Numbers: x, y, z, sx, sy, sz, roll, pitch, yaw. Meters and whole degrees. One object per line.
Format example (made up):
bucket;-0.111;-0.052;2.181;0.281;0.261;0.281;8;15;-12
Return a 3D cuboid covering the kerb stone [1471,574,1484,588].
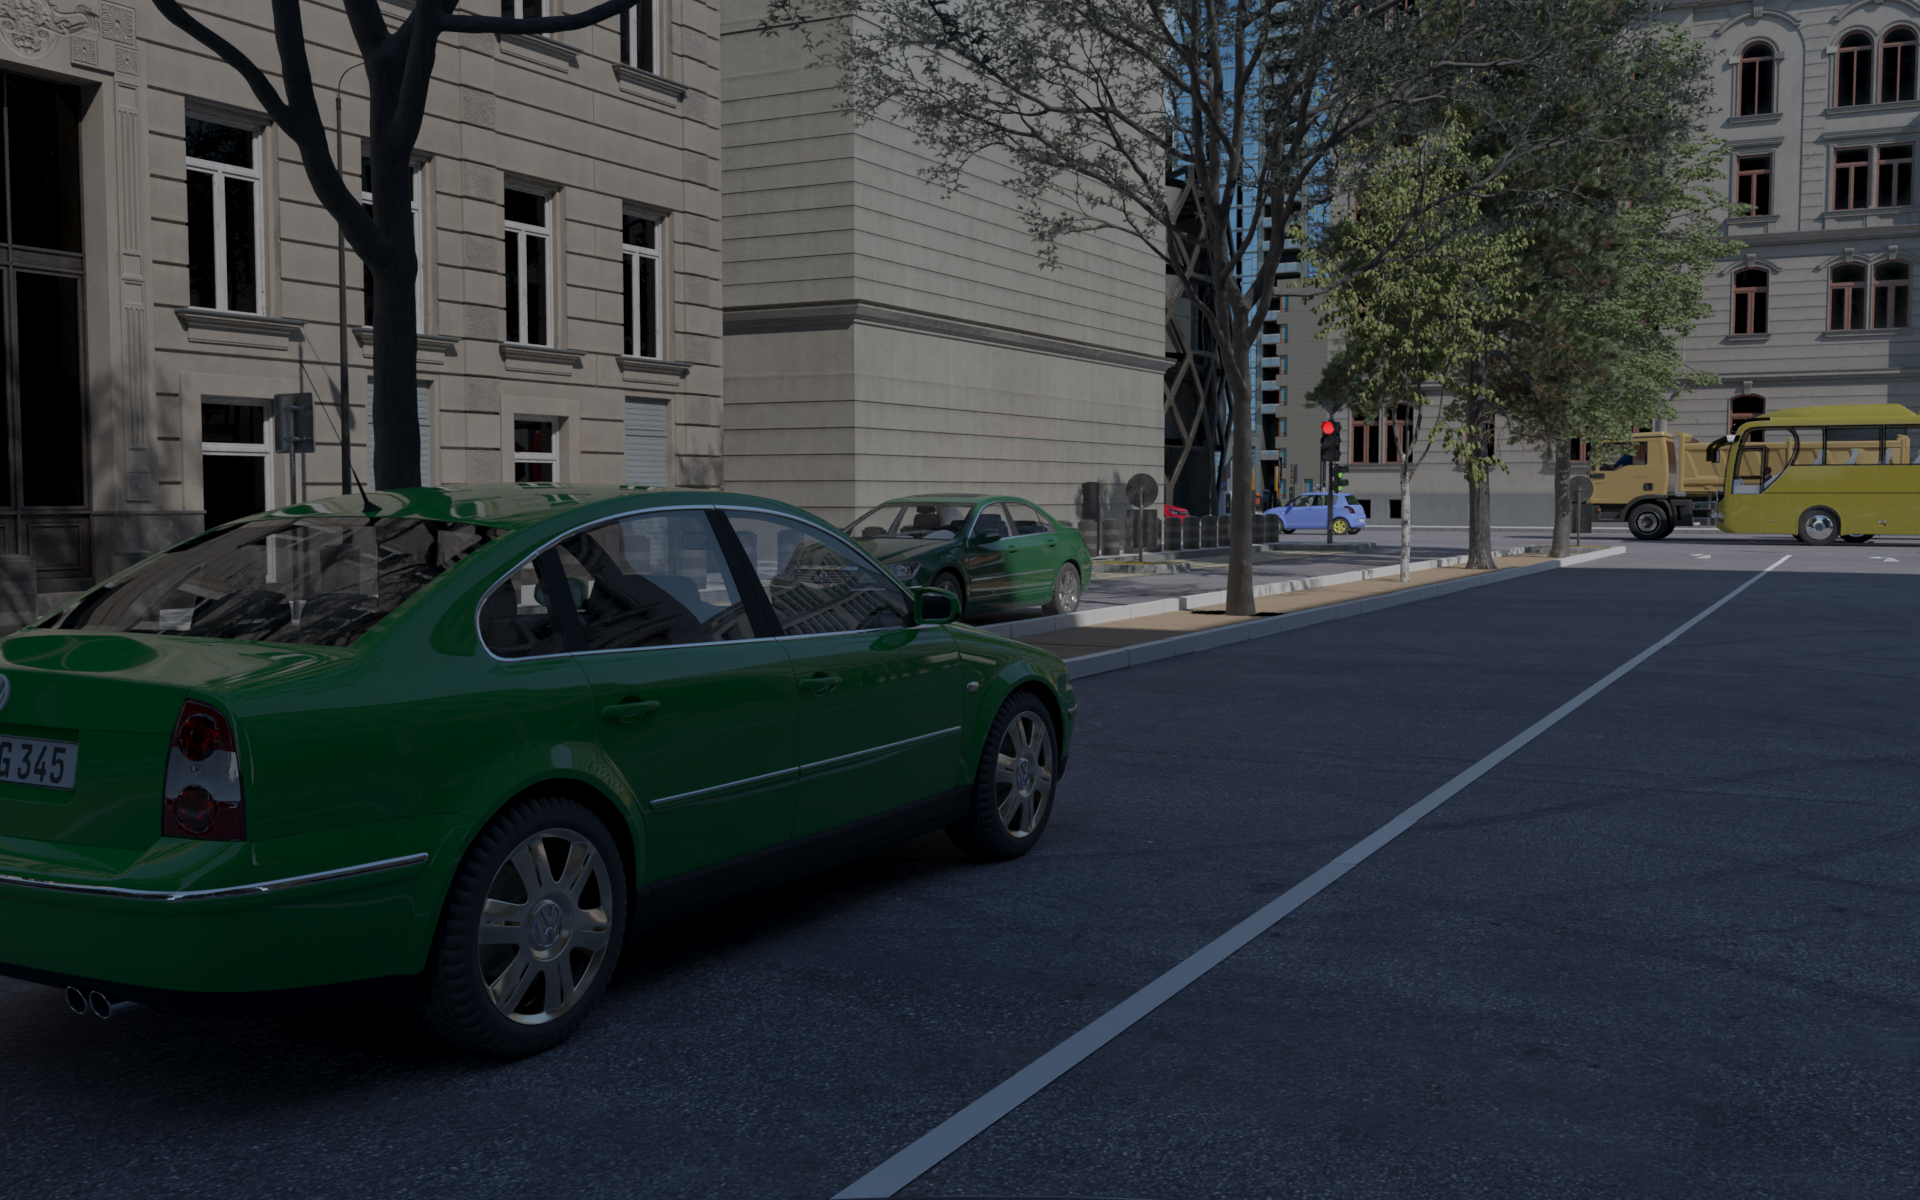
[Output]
kerb stone;7.858;-0.271;26.635;0.120;0.150;1.000;2;4;28

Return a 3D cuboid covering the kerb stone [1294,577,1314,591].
kerb stone;5.028;-0.220;25.791;0.120;0.150;1.000;2;4;28

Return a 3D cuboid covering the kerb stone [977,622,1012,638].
kerb stone;0.207;0.336;16.703;0.120;0.150;1.000;2;4;28

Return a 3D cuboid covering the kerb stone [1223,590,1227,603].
kerb stone;3.589;-0.052;23.055;0.120;0.150;1.000;2;4;28

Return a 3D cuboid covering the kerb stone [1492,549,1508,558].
kerb stone;12.255;-1.052;39.402;0.120;0.150;1.000;2;4;28

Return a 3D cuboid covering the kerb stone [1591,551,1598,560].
kerb stone;13.641;-0.936;37.541;0.120;0.150;1.000;2;4;28

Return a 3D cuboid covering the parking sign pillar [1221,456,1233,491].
parking sign pillar;18.767;-8.153;121.766;1.447;3.967;1.447;2;4;30

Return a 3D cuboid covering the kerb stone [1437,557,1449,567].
kerb stone;9.374;-0.714;33.955;0.120;0.150;1.000;2;4;28

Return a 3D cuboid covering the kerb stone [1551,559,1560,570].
kerb stone;11.231;-0.659;32.996;0.120;0.150;1.000;2;4;28

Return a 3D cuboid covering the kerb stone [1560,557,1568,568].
kerb stone;11.716;-0.716;33.899;0.120;0.150;1.000;2;4;28

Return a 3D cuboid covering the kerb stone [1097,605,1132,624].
kerb stone;1.656;0.169;19.430;0.120;0.150;1.000;2;4;28

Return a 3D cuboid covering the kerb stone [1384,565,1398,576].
kerb stone;7.441;-0.497;30.325;0.120;0.150;1.000;2;4;28

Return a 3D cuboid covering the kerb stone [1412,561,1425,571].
kerb stone;8.403;-0.605;32.142;0.120;0.150;1.000;2;4;28

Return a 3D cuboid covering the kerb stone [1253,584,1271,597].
kerb stone;4.059;-0.108;23.967;0.120;0.150;1.000;2;4;28

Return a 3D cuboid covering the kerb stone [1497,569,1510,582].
kerb stone;8.829;-0.379;28.454;0.120;0.150;1.000;2;4;28

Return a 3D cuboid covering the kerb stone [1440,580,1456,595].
kerb stone;6.901;-0.159;24.812;0.120;0.150;1.000;2;4;28

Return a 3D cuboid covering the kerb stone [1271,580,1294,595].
kerb stone;4.550;-0.164;24.876;0.120;0.150;1.000;2;4;28

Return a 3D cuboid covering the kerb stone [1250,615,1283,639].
kerb stone;3.040;0.285;17.543;0.120;0.150;1.000;2;4;28

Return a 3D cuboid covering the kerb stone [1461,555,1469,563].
kerb stone;10.334;-0.831;35.775;0.120;0.150;1.000;2;4;28

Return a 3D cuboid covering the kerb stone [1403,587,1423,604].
kerb stone;5.932;-0.047;23.001;0.120;0.150;1.000;2;4;28

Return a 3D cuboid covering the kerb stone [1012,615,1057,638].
kerb stone;0.701;0.280;17.611;0.120;0.150;1.000;2;4;28

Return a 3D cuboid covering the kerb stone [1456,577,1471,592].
kerb stone;7.379;-0.215;25.719;0.120;0.150;1.000;2;4;28

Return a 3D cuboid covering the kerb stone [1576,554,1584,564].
kerb stone;12.671;-0.827;35.721;0.120;0.150;1.000;2;4;28

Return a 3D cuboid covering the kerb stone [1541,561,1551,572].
kerb stone;10.752;-0.603;32.089;0.120;0.150;1.000;2;4;28

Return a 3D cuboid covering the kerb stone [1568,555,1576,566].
kerb stone;12.194;-0.768;34.806;0.120;0.150;1.000;2;4;28

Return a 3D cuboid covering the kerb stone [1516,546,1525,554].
kerb stone;13.223;-1.164;41.219;0.120;0.150;1.000;2;4;28

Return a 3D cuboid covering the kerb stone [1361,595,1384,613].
kerb stone;4.971;0.062;21.176;0.120;0.150;1.000;2;4;28

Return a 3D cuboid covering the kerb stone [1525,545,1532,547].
kerb stone;13.704;-1.217;42.124;0.120;0.150;1.000;2;4;28

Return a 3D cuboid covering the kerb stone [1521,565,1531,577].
kerb stone;9.788;-0.494;30.274;0.120;0.150;1.000;2;4;28

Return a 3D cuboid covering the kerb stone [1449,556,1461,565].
kerb stone;9.856;-0.775;34.860;0.120;0.150;1.000;2;4;28

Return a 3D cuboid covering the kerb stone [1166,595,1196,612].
kerb stone;2.630;0.058;21.241;0.120;0.150;1.000;2;4;28

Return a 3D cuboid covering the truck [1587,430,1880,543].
truck;23.594;-3.509;53.289;9.791;3.379;3.469;2;4;28

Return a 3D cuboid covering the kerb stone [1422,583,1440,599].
kerb stone;6.414;-0.105;23.906;0.120;0.150;1.000;2;4;28

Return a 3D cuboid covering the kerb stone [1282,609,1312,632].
kerb stone;3.520;0.229;18.453;0.120;0.150;1.000;2;4;28

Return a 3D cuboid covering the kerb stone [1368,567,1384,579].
kerb stone;6.965;-0.439;29.418;0.120;0.150;1.000;2;4;28

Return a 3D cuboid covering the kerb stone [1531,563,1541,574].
kerb stone;10.272;-0.543;31.184;0.120;0.150;1.000;2;4;28

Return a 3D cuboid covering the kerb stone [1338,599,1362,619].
kerb stone;4.488;0.118;20.269;0.120;0.150;1.000;2;4;28

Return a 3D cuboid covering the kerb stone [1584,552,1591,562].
kerb stone;13.164;-0.883;36.633;0.120;0.150;1.000;2;4;28

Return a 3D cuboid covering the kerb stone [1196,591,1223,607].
kerb stone;3.108;0.003;22.150;0.120;0.150;1.000;2;4;28

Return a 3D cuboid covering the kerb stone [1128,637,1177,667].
kerb stone;1.594;0.455;14.812;0.120;0.150;1.000;2;4;28

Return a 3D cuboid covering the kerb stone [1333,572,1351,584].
kerb stone;5.998;-0.326;27.603;0.120;0.150;1.000;2;4;28

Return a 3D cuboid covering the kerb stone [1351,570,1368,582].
kerb stone;6.483;-0.386;28.513;0.120;0.150;1.000;2;4;28

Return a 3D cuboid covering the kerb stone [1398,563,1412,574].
kerb stone;7.927;-0.553;31.234;0.120;0.150;1.000;2;4;28

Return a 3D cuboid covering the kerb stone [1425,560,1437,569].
kerb stone;8.883;-0.658;33.048;0.120;0.150;1.000;2;4;28

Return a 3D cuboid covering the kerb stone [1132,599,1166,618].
kerb stone;2.147;0.118;20.330;0.120;0.150;1.000;2;4;28

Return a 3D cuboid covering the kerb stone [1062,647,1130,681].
kerb stone;1.101;0.514;13.906;0.120;0.150;1.000;2;4;28

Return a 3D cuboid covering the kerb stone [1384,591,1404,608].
kerb stone;5.452;0.013;22.083;0.120;0.150;1.000;2;4;28

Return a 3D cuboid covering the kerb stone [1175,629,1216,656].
kerb stone;2.077;0.396;15.729;0.120;0.150;1.000;2;4;28

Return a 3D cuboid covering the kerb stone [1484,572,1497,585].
kerb stone;8.345;-0.327;27.541;0.120;0.150;1.000;2;4;28

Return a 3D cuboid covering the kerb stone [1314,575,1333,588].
kerb stone;5.516;-0.275;26.693;0.120;0.150;1.000;2;4;28

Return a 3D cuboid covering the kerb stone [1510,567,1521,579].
kerb stone;9.307;-0.439;29.368;0.120;0.150;1.000;2;4;28

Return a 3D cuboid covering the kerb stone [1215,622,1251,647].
kerb stone;2.556;0.340;16.639;0.120;0.150;1.000;2;4;28

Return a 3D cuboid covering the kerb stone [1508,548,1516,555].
kerb stone;12.734;-1.105;40.314;0.120;0.150;1.000;2;4;28

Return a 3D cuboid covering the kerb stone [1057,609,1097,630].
kerb stone;1.180;0.225;18.522;0.120;0.150;1.000;2;4;28

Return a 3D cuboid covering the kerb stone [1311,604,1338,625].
kerb stone;3.998;0.173;19.361;0.120;0.150;1.000;2;4;28
